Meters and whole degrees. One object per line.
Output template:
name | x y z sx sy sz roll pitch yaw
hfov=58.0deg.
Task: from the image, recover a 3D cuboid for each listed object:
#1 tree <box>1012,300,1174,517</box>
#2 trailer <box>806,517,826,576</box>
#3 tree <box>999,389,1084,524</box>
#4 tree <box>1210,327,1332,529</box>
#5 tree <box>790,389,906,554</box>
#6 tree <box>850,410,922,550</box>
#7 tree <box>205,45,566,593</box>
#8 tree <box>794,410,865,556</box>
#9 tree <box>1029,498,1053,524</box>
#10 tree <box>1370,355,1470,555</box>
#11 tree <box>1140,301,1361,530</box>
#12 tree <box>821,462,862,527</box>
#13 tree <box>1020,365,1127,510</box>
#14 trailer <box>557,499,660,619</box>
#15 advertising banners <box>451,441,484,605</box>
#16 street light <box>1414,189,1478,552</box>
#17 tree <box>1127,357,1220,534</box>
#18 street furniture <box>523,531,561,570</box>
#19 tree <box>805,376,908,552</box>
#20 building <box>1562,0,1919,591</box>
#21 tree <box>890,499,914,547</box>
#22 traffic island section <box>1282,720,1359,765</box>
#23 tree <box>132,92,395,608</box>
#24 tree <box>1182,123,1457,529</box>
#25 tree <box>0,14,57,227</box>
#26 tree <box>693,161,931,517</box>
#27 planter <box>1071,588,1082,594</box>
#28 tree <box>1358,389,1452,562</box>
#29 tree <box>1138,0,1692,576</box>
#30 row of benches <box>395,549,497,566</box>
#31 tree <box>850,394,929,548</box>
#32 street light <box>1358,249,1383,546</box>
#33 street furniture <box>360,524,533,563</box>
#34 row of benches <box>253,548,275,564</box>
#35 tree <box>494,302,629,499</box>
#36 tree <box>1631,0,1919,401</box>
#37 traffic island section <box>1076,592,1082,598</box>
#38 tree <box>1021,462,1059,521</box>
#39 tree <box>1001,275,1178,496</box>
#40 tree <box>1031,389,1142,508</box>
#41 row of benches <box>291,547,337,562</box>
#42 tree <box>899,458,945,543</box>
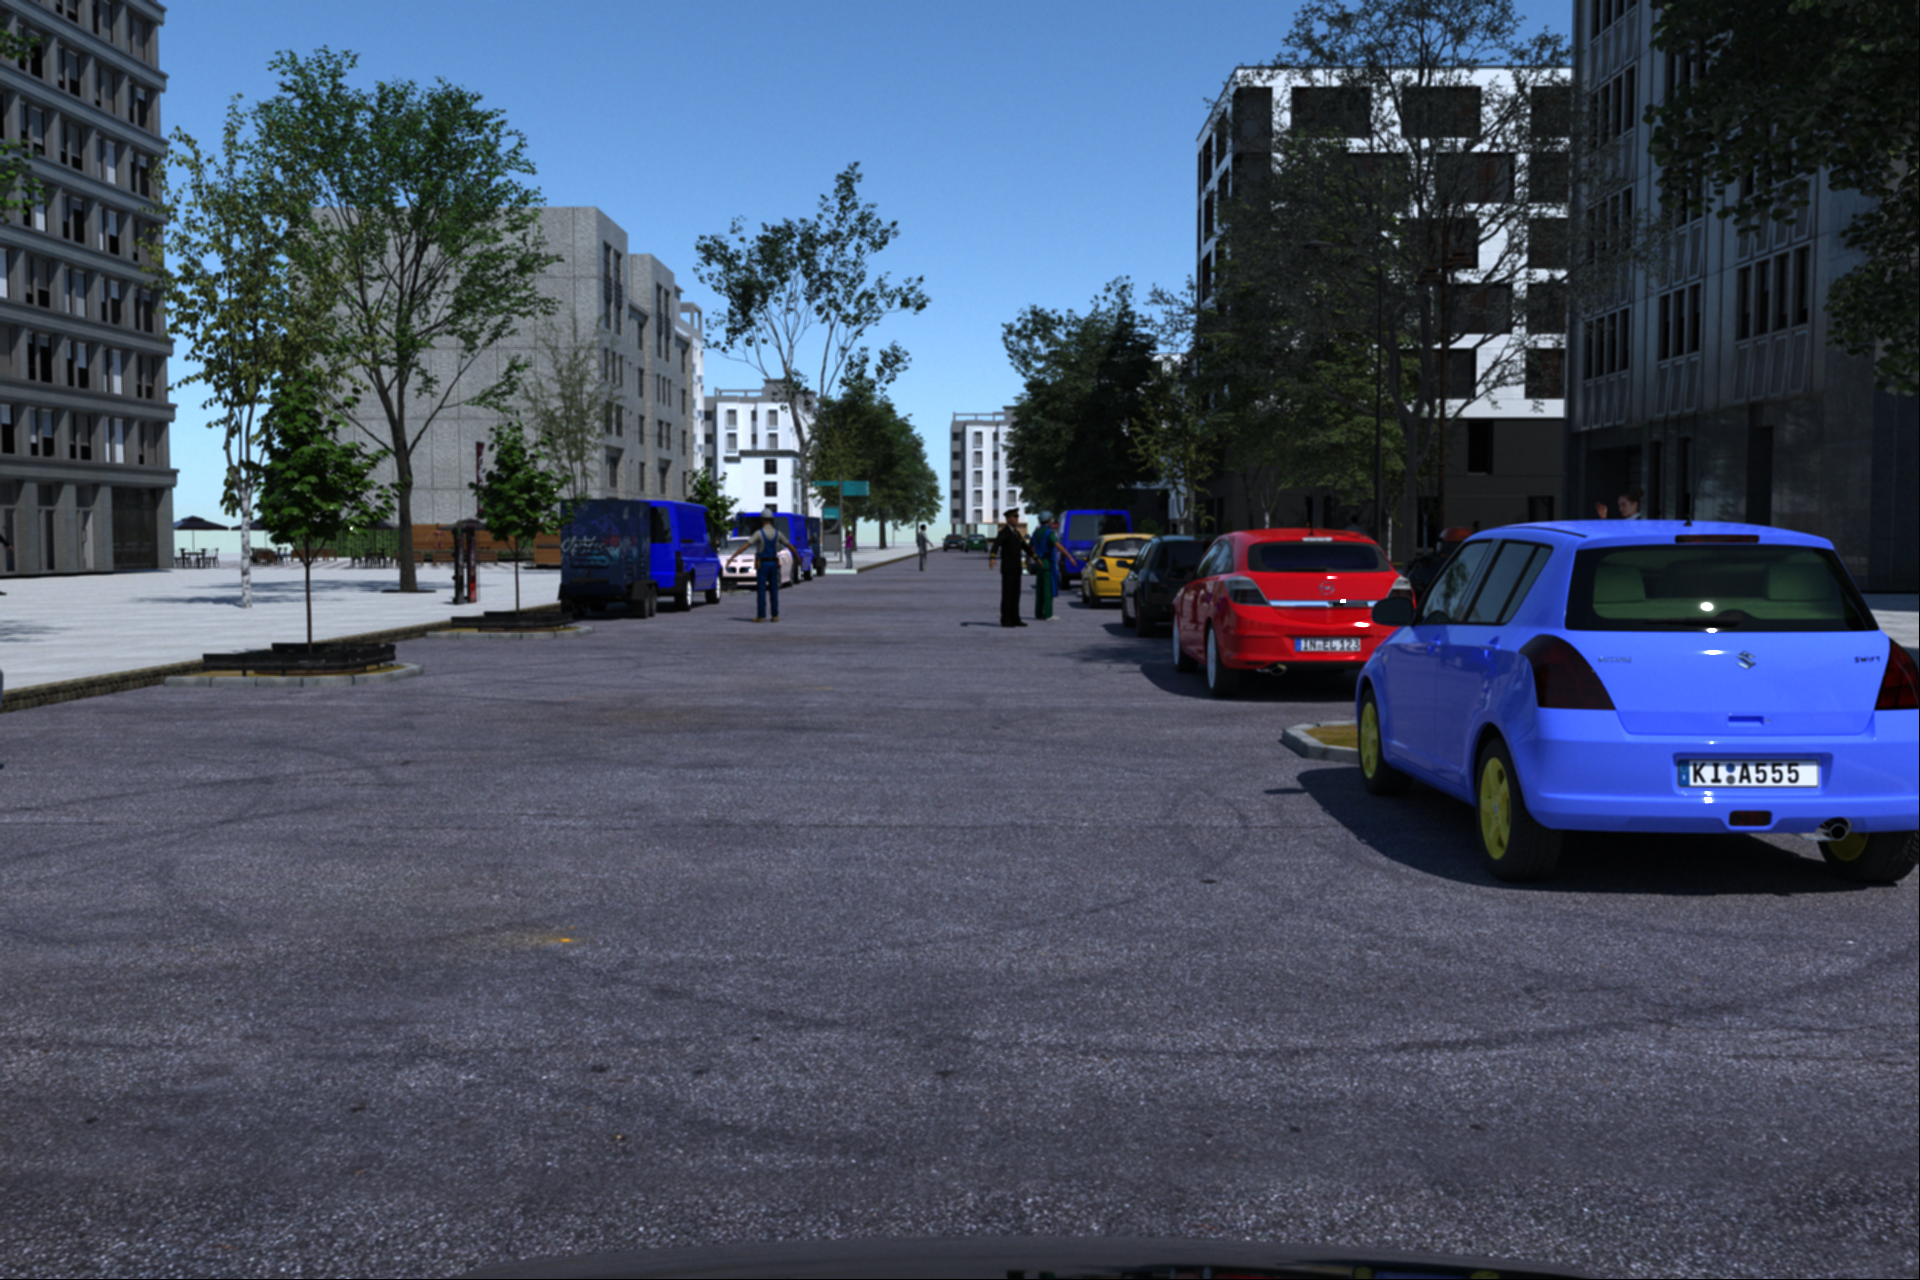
tree | 7.406 -11.586 96.084 9.857 13.997 8.962 0 3 0
trailer | -5.376 -3.139 58.374 1.471 1.999 3.904 0 4 1
tree | 8.117 -14.537 144.335 9.857 13.997 8.962 0 3 0
tree | 10.071 -6.589 58.094 4.360 8.622 3.978 0 3 0
tree | -7.002 -10.755 110.253 8.767 10.594 7.601 2 4 31
tree | -6.574 -13.300 143.203 9.928 11.665 9.643 0 3 0
tree | -12.252 -6.850 37.752 9.928 11.665 9.643 0 3 0
tree | -7.447 -9.261 101.782 4.737 8.622 4.395 0 3 0
tree | 8.934 -12.970 162.429 4.360 8.622 3.978 0 3 0
tree | 18.707 -7.237 68.687 4.360 8.622 3.978 0 3 0
tree | 10.914 -7.946 64.327 8.767 10.594 7.601 0 4 6
tree | -18.235 -21.303 254.965 9.857 13.997 8.962 0 3 0
tree | 7.939 -12.098 115.924 7.486 12.596 7.792 0 3 0
trailer | -6.017 -1.339 28.948 1.471 1.999 3.904 0 4 1
advertising banners | -9.103 -2.201 32.179 0.090 3.025 2.074 0 4 1
street light | 6.609 -3.115 23.722 0.468 5.910 1.993 0 4 1
tree | 9.019 -7.374 70.928 4.737 8.622 4.395 0 3 0
street furniture | -12.315 -3.667 66.814 9.812 1.723 11.010 -1 4 -15
tree | -7.545 -12.581 123.822 7.486 12.596 7.792 0 3 0
building | 25.605 -14.002 46.195 12.078 24.872 19.932 0 4 1
tree | -6.211 -13.322 168.175 4.737 8.622 4.395 0 3 0
traffic island section | 3.206 0.693 11.538 1.991 0.108 1.994 0 4 0
tree | -12.256 -4.874 30.055 4.737 8.622 4.395 0 3 0
tree | 10.110 -7.998 48.891 7.486 12.596 7.792 0 3 0
tree | -12.218 -5.517 15.951 9.928 11.665 9.643 0 3 0
tree | -7.690 -14.282 89.392 12.611 20.169 13.585 0 3 0
planter | 3.699 -1.281 42.090 1.991 0.319 1.994 0 4 2
tree | 18.505 -7.532 73.511 4.737 8.622 4.395 0 3 0
tree | 9.268 -7.631 35.140 12.009 13.543 11.850 0 3 0
row of benches | -20.835 -3.335 69.985 4.104 0.672 1.422 -1 4 -18
tree | -6.939 -15.290 156.650 9.857 13.997 8.962 0 3 0
street light | 7.215 -3.367 27.594 1.470 5.913 1.316 0 4 1
street furniture | -22.023 -4.514 80.651 11.010 1.723 9.812 -1 4 -20
row of benches | -30.821 -3.741 76.621 1.422 0.672 4.104 -2 4 -25
tree | -11.867 -6.376 54.615 4.360 8.622 3.978 0 3 0
tree | 9.450 -6.520 13.255 9.857 13.997 8.962 0 3 0
traffic island section | 3.663 -1.014 39.437 1.991 0.108 1.994 0 4 1
tree | 8.865 -14.004 154.719 9.928 11.665 9.643 0 3 0
tree | 9.644 -16.560 126.644 12.611 20.169 13.585 0 3 0
tree | 7.763 -10.528 106.539 7.601 10.594 8.767 1 4 14
row of benches | -30.298 -4.030 81.348 1.422 0.672 4.104 0 4 1
tree | -5.885 -20.568 254.419 7.486 12.596 7.792 0 3 0
